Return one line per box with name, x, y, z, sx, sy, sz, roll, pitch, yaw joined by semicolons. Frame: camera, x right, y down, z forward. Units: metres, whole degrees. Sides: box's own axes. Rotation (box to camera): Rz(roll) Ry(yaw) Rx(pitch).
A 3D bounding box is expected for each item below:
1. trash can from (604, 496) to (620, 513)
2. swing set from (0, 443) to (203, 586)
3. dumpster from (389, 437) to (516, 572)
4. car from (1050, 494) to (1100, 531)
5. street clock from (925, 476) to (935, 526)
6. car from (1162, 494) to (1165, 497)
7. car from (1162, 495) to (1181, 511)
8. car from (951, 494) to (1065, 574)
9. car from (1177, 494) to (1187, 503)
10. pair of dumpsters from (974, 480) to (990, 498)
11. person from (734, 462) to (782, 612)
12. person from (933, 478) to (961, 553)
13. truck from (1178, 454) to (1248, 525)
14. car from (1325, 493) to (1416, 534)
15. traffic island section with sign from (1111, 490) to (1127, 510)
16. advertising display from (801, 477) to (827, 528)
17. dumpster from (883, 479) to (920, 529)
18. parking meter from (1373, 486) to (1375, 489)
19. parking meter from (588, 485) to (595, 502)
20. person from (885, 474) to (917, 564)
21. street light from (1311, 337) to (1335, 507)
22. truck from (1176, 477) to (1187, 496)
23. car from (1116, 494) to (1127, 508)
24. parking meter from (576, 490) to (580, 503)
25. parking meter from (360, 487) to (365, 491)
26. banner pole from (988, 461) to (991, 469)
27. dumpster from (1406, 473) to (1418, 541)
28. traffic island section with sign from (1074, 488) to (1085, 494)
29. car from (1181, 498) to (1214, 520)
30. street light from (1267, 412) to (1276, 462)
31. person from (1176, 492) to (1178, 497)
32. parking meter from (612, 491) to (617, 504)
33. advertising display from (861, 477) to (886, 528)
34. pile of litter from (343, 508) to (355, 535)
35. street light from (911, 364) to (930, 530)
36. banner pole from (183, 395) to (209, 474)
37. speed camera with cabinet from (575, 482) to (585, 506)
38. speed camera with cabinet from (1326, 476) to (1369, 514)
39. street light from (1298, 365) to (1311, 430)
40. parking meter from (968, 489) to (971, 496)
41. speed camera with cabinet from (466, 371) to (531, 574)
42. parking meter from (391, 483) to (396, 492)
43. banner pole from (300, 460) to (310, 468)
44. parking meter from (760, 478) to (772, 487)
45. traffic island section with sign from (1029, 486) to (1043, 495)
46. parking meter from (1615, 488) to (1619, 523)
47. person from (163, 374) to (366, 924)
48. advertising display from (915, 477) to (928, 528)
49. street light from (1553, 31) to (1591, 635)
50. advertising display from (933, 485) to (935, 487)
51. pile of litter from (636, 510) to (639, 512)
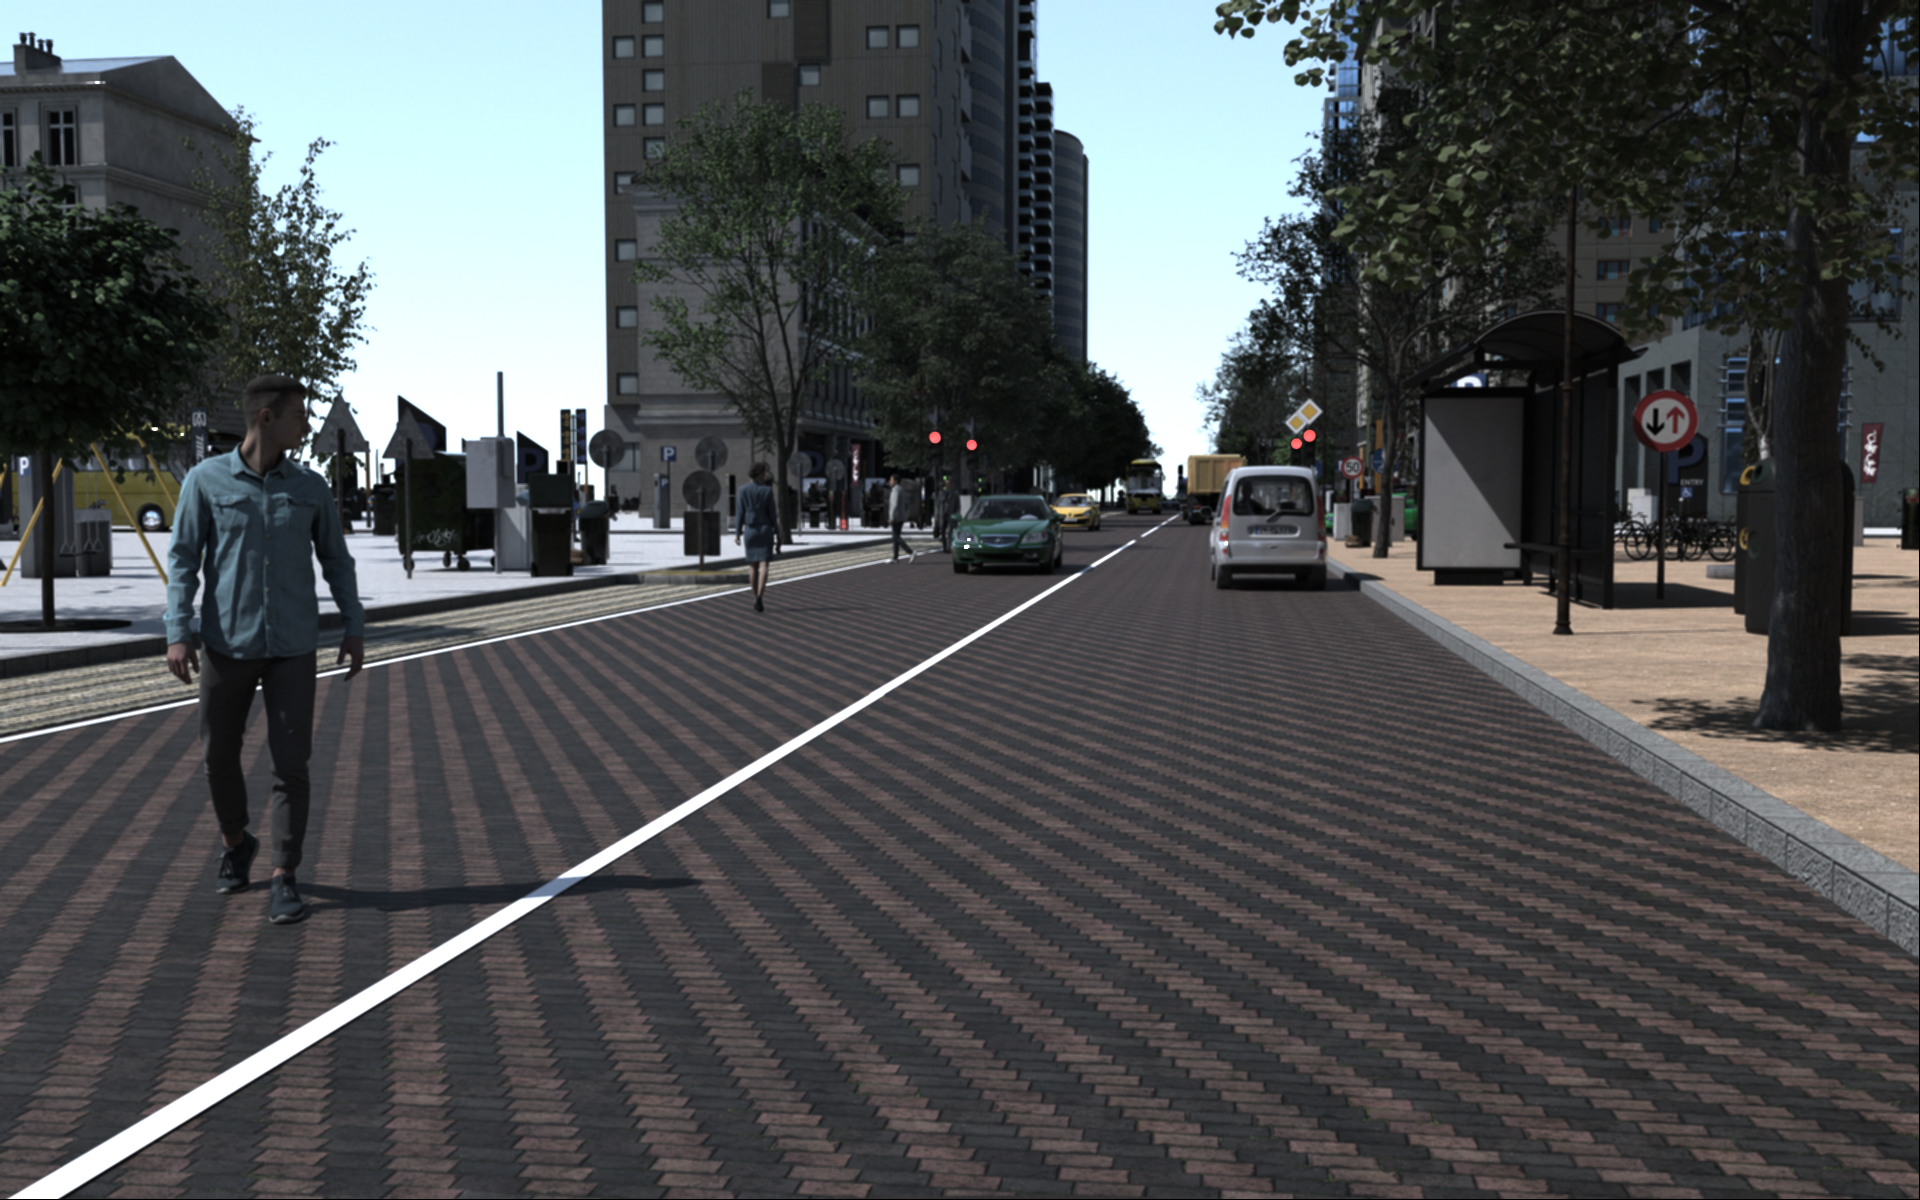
trash can;-20.655;-5.523;101.962;0.748;1.137;0.748;0;3;0
swing set;-11.670;-1.547;22.917;2.862;2.851;3.119;-1;4;-13
dumpster;-8.577;-1.642;29.347;1.502;2.255;1.985;1;4;8
car;4.504;-3.513;67.661;2.015;1.641;3.980;1;4;10
street clock;-1.235;-3.925;68.737;0.358;2.002;0.471;3;4;36
car;31.737;-16.072;272.994;2.015;1.641;3.980;0;4;7
car;18.114;-8.390;149.751;1.945;1.354;3.894;0;4;7
car;0.951;-1.281;32.737;2.131;1.459;4.920;0;4;6
car;33.567;-15.391;261.870;2.015;1.641;3.980;1;4;9
pair of dumpsters;1.651;-6.168;103.345;1.574;2.255;4.437;1;4;8
person;-2.496;-0.776;21.211;0.581;1.822;0.654;1;4;11
person;-0.332;-2.058;42.255;0.694;1.812;0.767;1;4;16
truck;12.277;-5.346;83.335;3.469;3.379;9.791;0;4;6
car;13.640;-2.775;54.159;4.718;1.807;1.959;1;4;9
traffic island section with sign;14.895;-9.223;159.425;1.989;1.847;2.006;1;4;8
advertising display;-5.505;-3.689;65.522;0.974;1.923;0.123;0;4;-6
dumpster;-2.179;-3.629;65.086;1.264;1.857;1.865;0;4;8
parking meter;28.730;-6.990;119.996;0.255;1.863;0.399;1;4;12
parking meter;-22.946;-6.244;107.799;0.255;1.863;0.399;1;4;19
person;-1.202;-1.669;35.634;0.795;1.843;0.661;1;4;21
street light;10.599;-4.746;50.387;0.468;5.910;1.993;1;4;8
truck;36.298;-17.712;279.343;2.967;4.110;18.799;0;4;7
car;15.765;-9.475;163.718;1.959;1.807;4.718;1;4;9
parking meter;-22.995;-5.836;103.832;0.372;1.533;0.369;0;3;0
parking meter;-47.398;-8.058;137.457;0.399;1.863;0.255;3;4;38
banner pole;2.214;-8.504;129.058;0.401;3.779;0.863;1;4;21
dumpster;12.808;-2.685;46.387;1.502;2.255;1.985;1;4;8
traffic island section with sign;7.582;-6.162;109.370;1.989;1.847;2.006;1;4;8
car;13.282;-5.299;96.425;2.009;1.686;4.222;1;4;8
street light;17.472;-7.615;97.285;0.468;5.910;1.993;1;4;8
person;33.855;-15.927;269.614;1.217;1.736;0.721;-1;4;-17
parking meter;-26.276;-7.538;131.652;0.372;1.533;0.369;0;3;0
advertising display;-3.232;-3.695;65.621;0.974;1.923;0.123;-2;4;-33
pile of litter;-19.813;-2.512;55.044;1.176;0.858;1.719;0;4;-8
street light;-1.397;-5.446;61.830;0.468;5.910;1.993;1;4;8
banner pole;-19.391;-3.296;43.914;0.863;3.779;0.401;1;4;13
speed camera with cabinet;-28.306;-8.169;127.901;0.660;3.252;2.038;-3;5;-40
speed camera with cabinet;19.418;-5.654;86.778;2.038;3.252;0.660;0;4;4
street light;12.374;-5.469;62.204;0.468;5.910;1.993;1;4;8
parking meter;0.633;-6.246;107.828;0.255;1.863;0.399;0;4;3
speed camera with cabinet;-7.467;-2.103;28.714;0.660;3.252;2.038;1;4;11
parking meter;-29.472;-5.150;89.906;0.255;1.863;0.399;1;4;9
banner pole;-43.608;-7.655;115.175;0.863;3.779;0.401;0;4;-8
parking meter;-7.132;-3.546;63.695;0.255;1.863;0.399;3;5;44
traffic island section with sign;3.631;-4.510;82.368;1.989;1.847;2.006;1;4;8
parking meter;28.870;-4.158;76.391;0.372;1.533;0.369;0;3;0
person;-2.408;0.142;6.045;0.638;1.841;0.748;-1;4;-18
advertising display;-1.493;-3.763;66.731;0.123;1.923;0.974;-2;4;-24
street light;5.517;-2.623;15.668;0.468;5.910;1.993;1;4;8
advertising display;-1.628;-7.341;125.237;0.123;1.923;0.974;2;4;34
pile of litter;-22.421;-6.651;122.710;1.176;0.858;1.719;-1;4;-23
